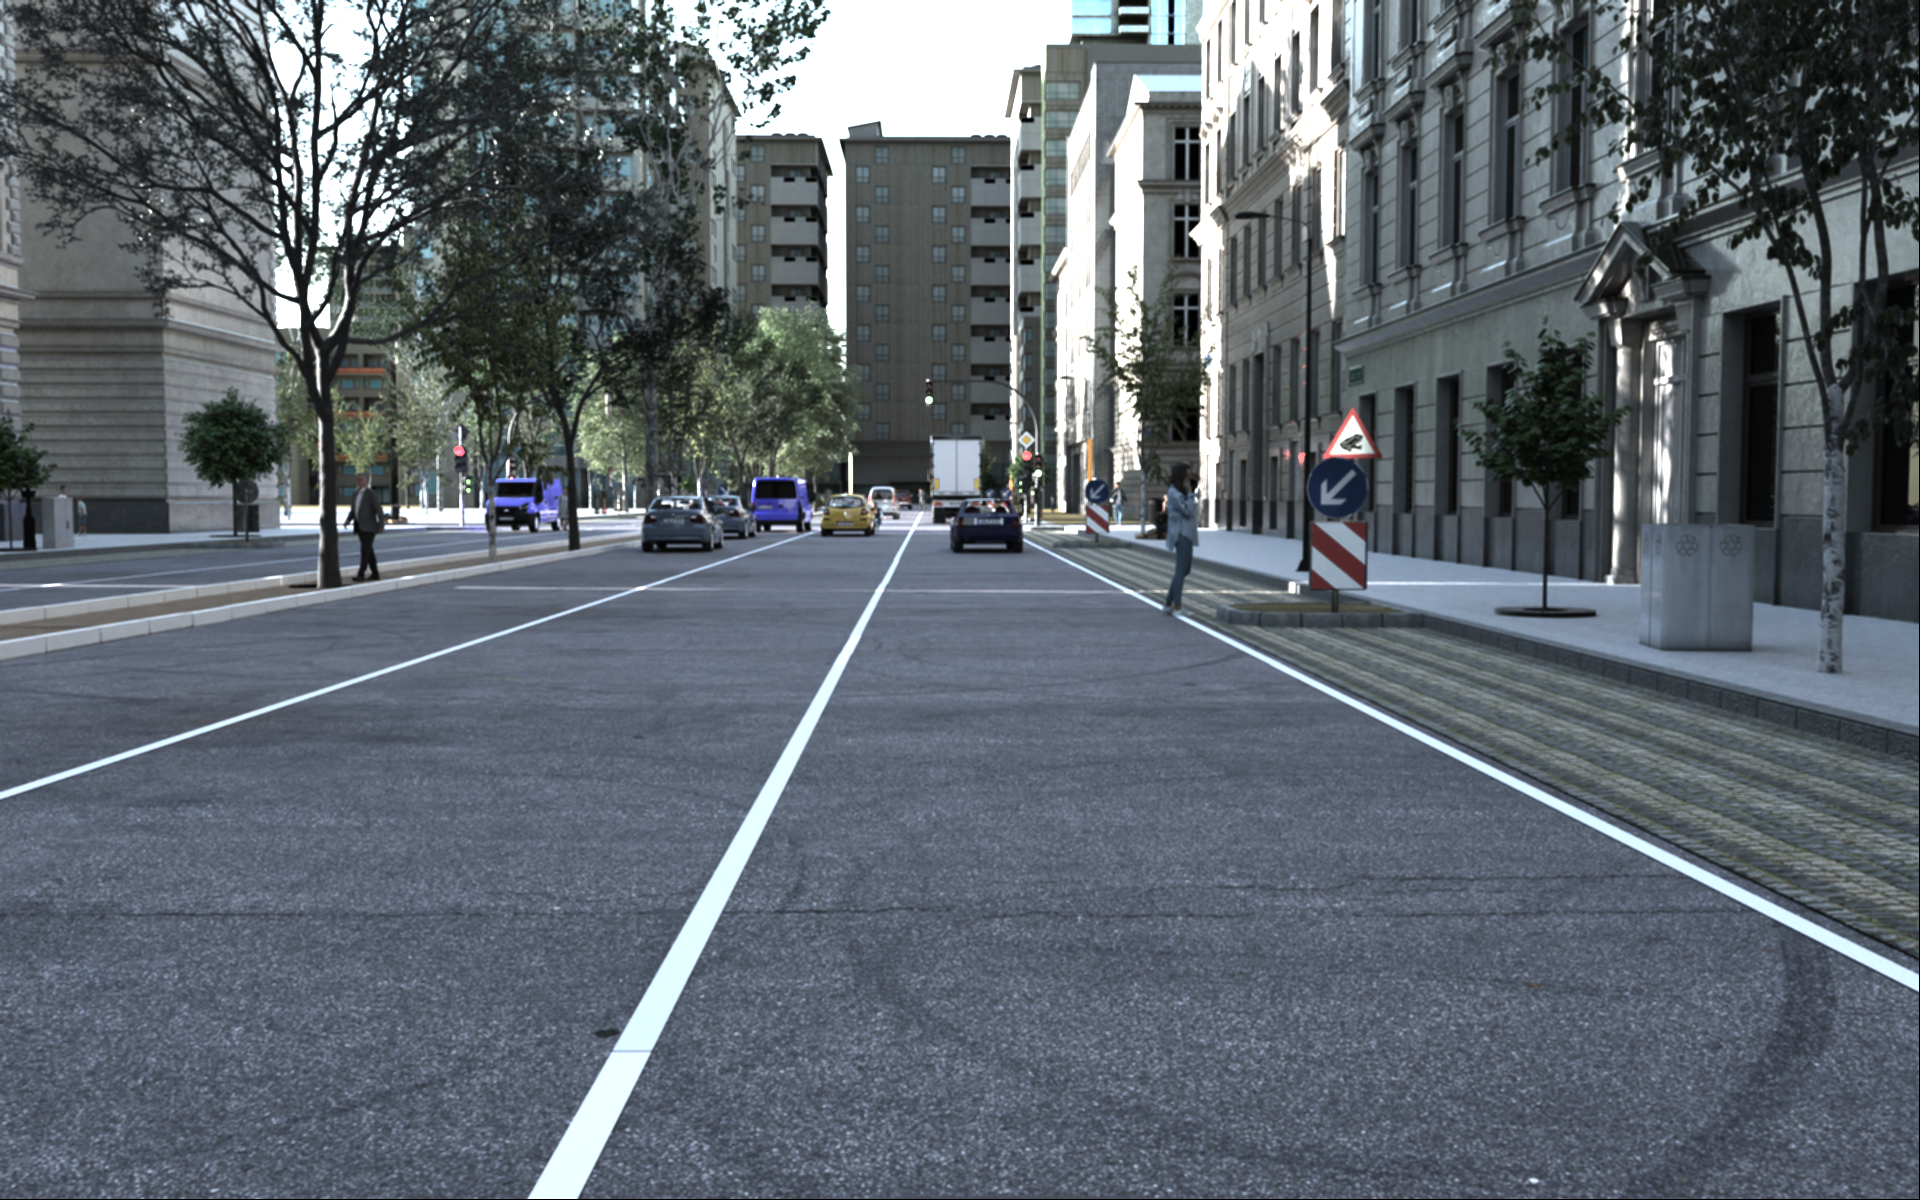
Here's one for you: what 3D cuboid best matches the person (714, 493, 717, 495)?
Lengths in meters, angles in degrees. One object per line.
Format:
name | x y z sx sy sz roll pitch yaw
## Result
person | -24.142 -9.932 169.112 1.217 1.739 0.721 0 4 2

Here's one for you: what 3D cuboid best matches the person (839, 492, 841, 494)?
person | -14.157 -12.003 205.557 0.445 1.727 0.742 -2 4 -26

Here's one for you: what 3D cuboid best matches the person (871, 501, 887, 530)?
person | -3.308 -3.344 68.676 1.012 1.151 0.738 1 4 22

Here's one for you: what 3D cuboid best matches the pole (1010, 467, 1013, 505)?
pole | 3.931 -8.444 131.897 0.158 3.312 0.155 0 3 0

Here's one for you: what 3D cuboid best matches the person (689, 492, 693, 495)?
person | -29.873 -11.370 192.612 0.551 1.740 0.621 3 4 36

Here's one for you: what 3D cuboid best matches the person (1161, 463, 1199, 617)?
person | 2.566 -0.703 20.267 0.793 1.790 0.793 -1 4 -22

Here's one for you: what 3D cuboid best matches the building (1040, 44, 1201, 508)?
building | 14.454 -29.220 161.334 14.154 41.232 14.086 0 4 -1

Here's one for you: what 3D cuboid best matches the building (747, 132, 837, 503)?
building | -30.572 -40.507 251.526 27.495 52.752 28.713 0 4 -1

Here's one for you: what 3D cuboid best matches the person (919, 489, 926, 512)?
person | -2.956 -7.754 135.080 0.655 1.846 0.447 2 4 34

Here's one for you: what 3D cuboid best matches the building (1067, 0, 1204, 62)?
building | 27.015 -57.233 248.424 31.000 86.520 22.319 0 4 -1

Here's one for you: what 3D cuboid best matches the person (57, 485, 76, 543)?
person | -23.497 -2.251 45.439 0.523 1.515 0.503 -2 4 -33

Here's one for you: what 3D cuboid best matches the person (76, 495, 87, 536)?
person | -26.969 -2.594 53.141 0.352 1.250 0.332 1 4 19

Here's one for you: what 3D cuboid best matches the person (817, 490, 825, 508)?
person | -14.277 -10.205 175.357 1.348 1.824 0.705 0 4 1

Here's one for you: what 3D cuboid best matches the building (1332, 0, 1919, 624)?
building | 17.289 -14.828 18.853 17.030 29.872 44.131 0 4 -1

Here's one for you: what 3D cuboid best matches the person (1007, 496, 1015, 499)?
person | 4.322 -9.141 155.432 1.348 1.831 0.705 2 4 29

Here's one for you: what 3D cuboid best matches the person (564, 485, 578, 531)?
person | -15.157 -3.573 67.159 0.529 1.795 0.600 -3 5 -42

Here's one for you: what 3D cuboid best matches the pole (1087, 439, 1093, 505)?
pole | 4.808 -4.295 64.059 0.158 3.312 0.155 0 3 0

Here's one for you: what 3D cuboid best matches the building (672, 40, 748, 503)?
building | -41.486 -37.960 209.885 27.495 52.752 28.713 0 4 -1

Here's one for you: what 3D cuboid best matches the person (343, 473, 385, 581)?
person | -9.774 -1.187 28.310 0.661 1.777 0.834 1 4 19

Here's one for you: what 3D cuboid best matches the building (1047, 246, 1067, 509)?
building | 13.322 -19.168 142.267 11.050 23.489 19.941 0 4 -1

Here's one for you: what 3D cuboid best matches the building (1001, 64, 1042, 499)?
building | 20.214 -38.048 211.316 28.713 52.752 27.495 0 4 -1

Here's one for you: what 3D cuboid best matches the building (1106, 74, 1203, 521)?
building | 25.357 -16.388 87.022 34.723 24.649 14.460 0 4 -1

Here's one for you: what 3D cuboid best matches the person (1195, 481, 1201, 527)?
person | 9.416 -3.789 68.099 0.391 1.810 0.635 1 4 9

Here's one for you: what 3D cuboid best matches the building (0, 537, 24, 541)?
building | -30.540 -12.798 38.126 11.050 23.489 19.941 0 4 -1

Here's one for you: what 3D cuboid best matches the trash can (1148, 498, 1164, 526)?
trash can | 7.925 -3.559 69.835 0.748 1.137 0.748 0 3 0

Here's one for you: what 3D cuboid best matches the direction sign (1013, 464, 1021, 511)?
direction sign | 4.364 -8.360 128.679 0.876 3.537 0.379 1 4 19

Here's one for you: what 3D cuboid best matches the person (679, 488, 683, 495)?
person | -25.406 -9.319 158.417 1.348 1.824 0.705 2 4 30

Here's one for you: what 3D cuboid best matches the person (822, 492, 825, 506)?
person | -16.679 -12.291 210.181 0.721 1.743 1.217 1 4 10

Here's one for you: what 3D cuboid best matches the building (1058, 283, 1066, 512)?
building | 12.810 -16.467 123.987 10.420 20.320 16.860 0 4 -1

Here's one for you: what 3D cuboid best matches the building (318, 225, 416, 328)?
building | -78.241 -34.332 253.203 23.993 40.220 32.217 0 4 -1

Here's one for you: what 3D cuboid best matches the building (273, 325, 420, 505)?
building | -69.674 -22.328 210.104 28.899 21.520 27.650 0 4 -1

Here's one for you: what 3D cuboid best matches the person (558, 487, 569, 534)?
person | -14.331 -3.259 62.783 0.512 1.701 0.522 -2 4 -24

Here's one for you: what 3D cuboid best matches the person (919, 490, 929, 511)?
person | -3.108 -8.611 149.270 0.713 1.824 0.794 3 5 42

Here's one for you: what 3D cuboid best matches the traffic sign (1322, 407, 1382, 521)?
traffic sign | 5.892 -1.594 26.062 0.884 2.594 0.081 0 4 8

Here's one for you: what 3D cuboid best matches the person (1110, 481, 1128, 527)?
person | 6.255 -3.794 68.427 0.623 1.781 0.721 -2 4 -25

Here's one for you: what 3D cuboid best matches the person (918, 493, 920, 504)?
person | -4.899 -12.626 215.025 0.705 1.814 1.350 -3 5 -39

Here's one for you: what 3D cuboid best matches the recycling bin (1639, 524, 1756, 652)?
recycling bin | 6.141 -0.116 14.455 0.722 1.027 0.722 0 4 6

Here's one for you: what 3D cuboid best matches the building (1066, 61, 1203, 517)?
building | 13.217 -17.559 105.111 12.078 24.808 19.932 0 4 -1

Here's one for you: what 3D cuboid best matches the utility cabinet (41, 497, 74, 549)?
utility cabinet | -21.272 -1.816 40.857 0.306 1.237 1.020 0 4 -4

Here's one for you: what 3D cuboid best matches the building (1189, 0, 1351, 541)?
building | 14.938 -15.669 53.450 12.463 27.353 25.104 0 4 -1

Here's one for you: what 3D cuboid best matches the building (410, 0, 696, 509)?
building | -38.609 -33.432 166.222 23.786 49.044 30.456 0 4 -1

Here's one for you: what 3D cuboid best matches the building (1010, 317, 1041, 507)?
building | 19.754 -20.713 183.692 27.650 21.520 28.899 0 4 -1

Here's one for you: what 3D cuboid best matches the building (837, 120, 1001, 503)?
building | -3.092 -40.574 252.619 27.495 52.752 28.713 0 4 -1

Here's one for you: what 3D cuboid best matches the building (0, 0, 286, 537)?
building | -34.837 -14.125 59.824 19.941 23.489 11.050 0 4 -1

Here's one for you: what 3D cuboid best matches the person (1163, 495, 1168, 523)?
person | 8.114 -3.482 67.645 0.362 1.253 0.373 -1 4 -12

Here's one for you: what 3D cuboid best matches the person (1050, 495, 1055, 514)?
person | 5.962 -6.183 111.812 0.332 1.250 0.352 -3 5 -41

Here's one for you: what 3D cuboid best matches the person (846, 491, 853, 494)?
person | -10.391 -9.342 162.051 0.742 1.727 0.445 0 4 -6
